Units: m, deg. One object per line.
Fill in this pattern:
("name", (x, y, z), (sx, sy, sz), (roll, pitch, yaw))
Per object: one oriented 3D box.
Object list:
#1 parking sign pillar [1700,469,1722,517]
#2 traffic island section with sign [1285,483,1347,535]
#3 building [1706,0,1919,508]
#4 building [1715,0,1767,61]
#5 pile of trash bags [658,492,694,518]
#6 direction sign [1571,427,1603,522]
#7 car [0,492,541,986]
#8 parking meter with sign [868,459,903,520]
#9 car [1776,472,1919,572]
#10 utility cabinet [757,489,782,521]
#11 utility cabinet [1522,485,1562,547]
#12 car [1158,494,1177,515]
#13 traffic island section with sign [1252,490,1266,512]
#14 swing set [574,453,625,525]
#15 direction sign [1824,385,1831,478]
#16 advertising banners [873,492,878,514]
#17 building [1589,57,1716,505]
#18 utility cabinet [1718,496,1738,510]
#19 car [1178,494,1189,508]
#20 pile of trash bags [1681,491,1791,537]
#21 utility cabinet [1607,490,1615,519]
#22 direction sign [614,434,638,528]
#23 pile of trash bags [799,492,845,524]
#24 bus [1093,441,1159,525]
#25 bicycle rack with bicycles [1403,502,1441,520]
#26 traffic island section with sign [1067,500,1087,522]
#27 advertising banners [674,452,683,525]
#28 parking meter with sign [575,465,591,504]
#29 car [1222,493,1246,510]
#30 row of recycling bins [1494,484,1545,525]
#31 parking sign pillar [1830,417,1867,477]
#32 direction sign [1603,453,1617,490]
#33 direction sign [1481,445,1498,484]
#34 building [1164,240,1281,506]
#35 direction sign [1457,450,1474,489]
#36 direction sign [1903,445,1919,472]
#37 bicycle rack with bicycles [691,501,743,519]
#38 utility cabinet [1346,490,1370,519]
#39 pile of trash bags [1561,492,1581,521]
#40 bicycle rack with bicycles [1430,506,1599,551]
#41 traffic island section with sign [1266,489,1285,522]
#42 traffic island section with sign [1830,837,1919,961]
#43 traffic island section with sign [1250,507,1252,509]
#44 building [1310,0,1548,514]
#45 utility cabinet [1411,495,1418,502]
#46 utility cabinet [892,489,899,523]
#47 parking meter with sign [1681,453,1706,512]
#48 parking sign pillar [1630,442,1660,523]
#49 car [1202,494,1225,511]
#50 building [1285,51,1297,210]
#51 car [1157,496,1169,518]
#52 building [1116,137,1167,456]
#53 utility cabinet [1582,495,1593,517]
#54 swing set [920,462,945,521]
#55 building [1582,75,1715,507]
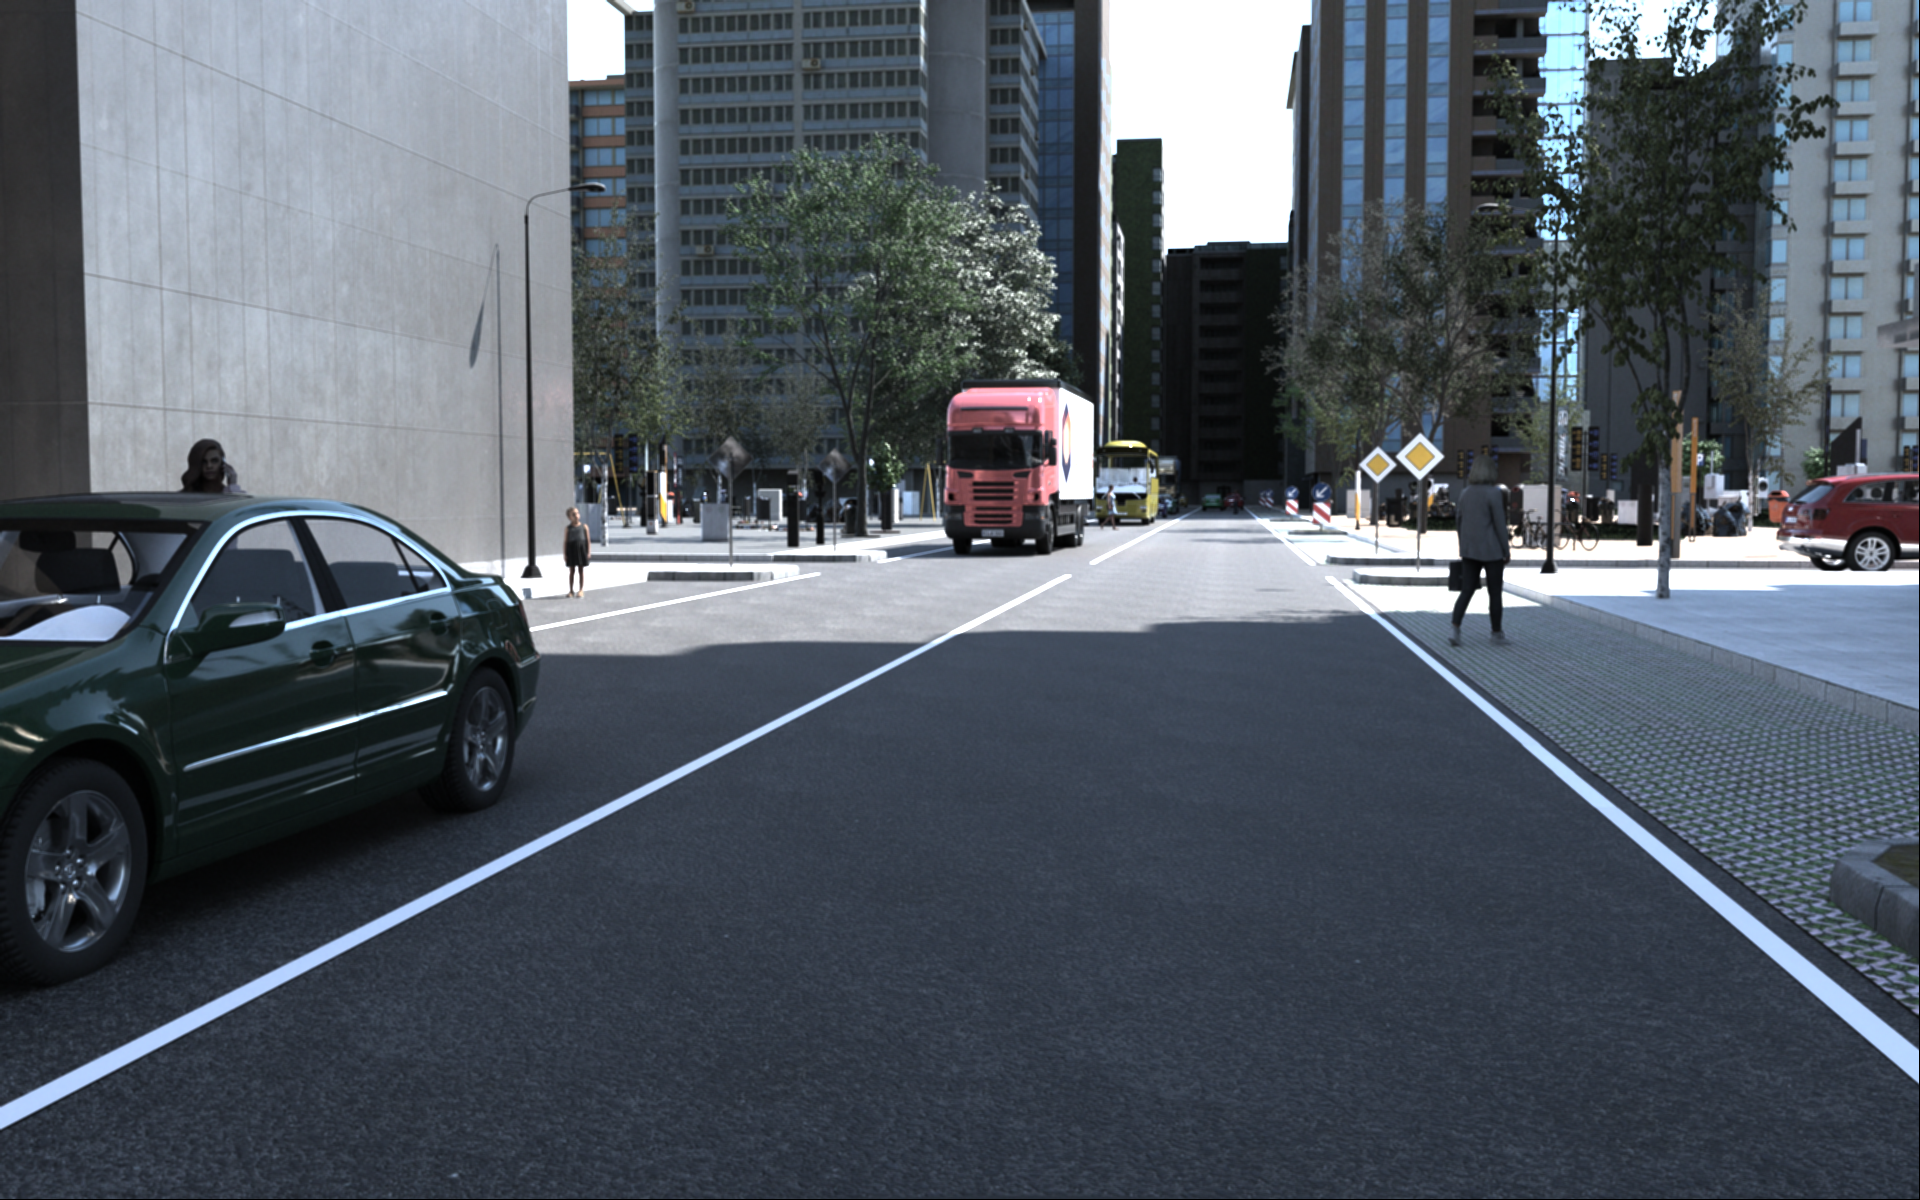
("parking sign pillar", (41.340, -6.541, 95.415), (1.447, 3.967, 1.447), (-2, 4, -26))
("traffic island section with sign", (12.523, -3.185, 60.711), (1.989, 1.847, 2.006), (1, 4, 9))
("building", (87.629, -33.319, 164.366), (30.456, 49.044, 23.786), (1, 4, 9))
("building", (96.974, -46.126, 192.414), (20.611, 71.187, 20.563), (1, 4, 9))
("pile of trash bags", (-15.804, -5.248, 95.550), (1.912, 1.369, 3.447), (-1, 4, -17))
("direction sign", (21.009, -4.053, 58.266), (0.876, 3.537, 0.379), (2, 4, 26))
("car", (-3.251, 0.314, 6.670), (2.131, 1.459, 4.920), (1, 4, 9))
("parking meter with sign", (-3.646, -5.449, 85.349), (1.738, 3.016, 0.543), (2, 4, 24))
("car", (17.579, -1.371, 31.086), (5.304, 1.827, 2.281), (0, 4, 7))
("utility cabinet", (-9.015, -4.484, 81.999), (1.173, 1.500, 0.318), (1, 4, 20))
("utility cabinet", (14.125, -2.039, 42.020), (0.318, 1.500, 1.173), (-1, 4, -15))
("car", (13.987, -6.611, 119.888), (2.131, 1.459, 4.920), (1, 4, 10))
("traffic island section with sign", (24.299, -7.834, 136.721), (1.989, 1.847, 2.006), (1, 4, 9))
("swing set", (-14.847, -4.203, 66.343), (3.119, 2.851, 2.862), (1, 4, 13))
("direction sign", (18.212, -2.717, 36.426), (0.379, 3.537, 0.876), (1, 4, 22))
("advertising banners", (-4.883, -7.120, 112.606), (2.074, 3.025, 0.090), (3, 5, 41))
("building", (76.123, -35.025, 196.367), (21.600, 48.544, 21.300), (1, 4, 9))
("utility cabinet", (28.282, -3.221, 63.825), (0.306, 1.237, 1.020), (0, 4, -1))
("car", (23.477, -10.720, 185.496), (2.015, 1.641, 3.980), (1, 4, 9))
("pile of trash bags", (23.283, -2.594, 52.169), (1.912, 1.369, 3.447), (-3, 4, -37))
("utility cabinet", (33.047, -4.849, 87.963), (0.318, 1.500, 1.173), (1, 4, 16))
("direction sign", (-12.612, -4.495, 65.495), (0.876, 3.537, 0.379), (0, 4, 1))
("pile of trash bags", (-6.136, -4.070, 76.301), (1.912, 1.369, 3.447), (3, 5, 44))
("bus", (8.087, -5.616, 83.361), (2.896, 3.916, 12.252), (1, 4, 8))
("bicycle rack with bicycles", (22.489, -4.301, 83.704), (2.852, 0.926, 2.925), (0, 4, 1))
("traffic island section with sign", (5.510, -4.920, 89.072), (1.989, 1.847, 2.006), (1, 4, 9))
("advertising banners", (-11.897, -4.704, 73.095), (0.090, 3.025, 2.074), (0, 4, 0))
("parking meter with sign", (-22.672, -6.505, 102.615), (1.738, 3.016, 0.543), (3, 4, 36))
("car", (24.890, -9.083, 157.547), (2.155, 1.783, 4.494), (1, 4, 9))
("row of recycling bins", (22.651, -3.939, 71.515), (3.534, 1.692, 1.069), (3, 4, 38))
("parking sign pillar", (31.412, -4.452, 61.269), (1.447, 3.967, 1.447), (-1, 4, -15))
("direction sign", (36.038, -6.379, 96.297), (0.876, 3.537, 0.379), (0, 4, 4))
("direction sign", (24.499, -5.392, 80.158), (0.379, 3.537, 0.876), (-3, 5, -39))
("building", (30.786, -26.224, 200.468), (14.107, 30.474, 14.160), (1, 4, 9))
("direction sign", (25.822, -5.905, 88.544), (0.876, 3.537, 0.379), (3, 5, 44))
("direction sign", (44.436, -5.444, 81.011), (0.379, 3.537, 0.876), (-1, 4, -14))
("bicycle rack with bicycles", (-12.334, -4.669, 89.721), (2.925, 0.926, 2.852), (-3, 5, -41))
("utility cabinet", (20.589, -4.944, 89.518), (1.173, 1.500, 0.318), (1, 4, 9))
("pile of trash bags", (26.326, -4.116, 77.056), (3.447, 1.369, 1.912), (-2, 4, -32))
("bicycle rack with bicycles", (12.920, -1.628, 39.994), (2.852, 0.926, 2.925), (-1, 4, -13))
("traffic island section with sign", (16.857, -4.897, 88.686), (1.989, 1.847, 2.006), (1, 4, 9))
("traffic island section with sign", (3.967, 0.195, 5.446), (1.989, 1.847, 2.006), (1, 4, 9))
("traffic island section with sign", (28.485, -9.486, 163.727), (1.989, 1.847, 2.006), (1, 4, 9))
("building", (30.920, -28.562, 117.104), (14.600, 45.320, 14.200), (1, 4, 9))
("utility cabinet", (26.549, -5.512, 101.287), (0.306, 1.237, 1.020), (0, 4, 8))
("utility cabinet", (-2.968, -4.171, 76.876), (0.318, 1.500, 1.173), (0, 4, 7))
("parking meter with sign", (30.741, -4.728, 73.569), (1.738, 3.016, 0.543), (-1, 4, -18))
("parking sign pillar", (30.514, -5.412, 76.952), (1.447, 3.967, 1.447), (-3, 4, -38))
("car", (21.731, -8.551, 148.600), (1.959, 1.807, 4.718), (1, 4, 10))
("building", (52.432, -37.579, 203.650), (27.495, 52.752, 28.713), (1, 4, 9))
("car", (11.654, -5.637, 104.744), (1.945, 1.354, 3.894), (0, 4, 8))
("building", (16.900, -31.742, 202.577), (14.086, 41.232, 14.154), (1, 4, 9))
("utility cabinet", (35.803, -5.365, 98.878), (0.306, 1.237, 1.020), (2, 4, 35))
("swing set", (-0.086, -5.263, 83.674), (3.119, 2.851, 2.862), (-1, 4, -15))
("building", (65.621, -29.908, 172.596), (14.086, 41.232, 14.154), (1, 4, 9))
